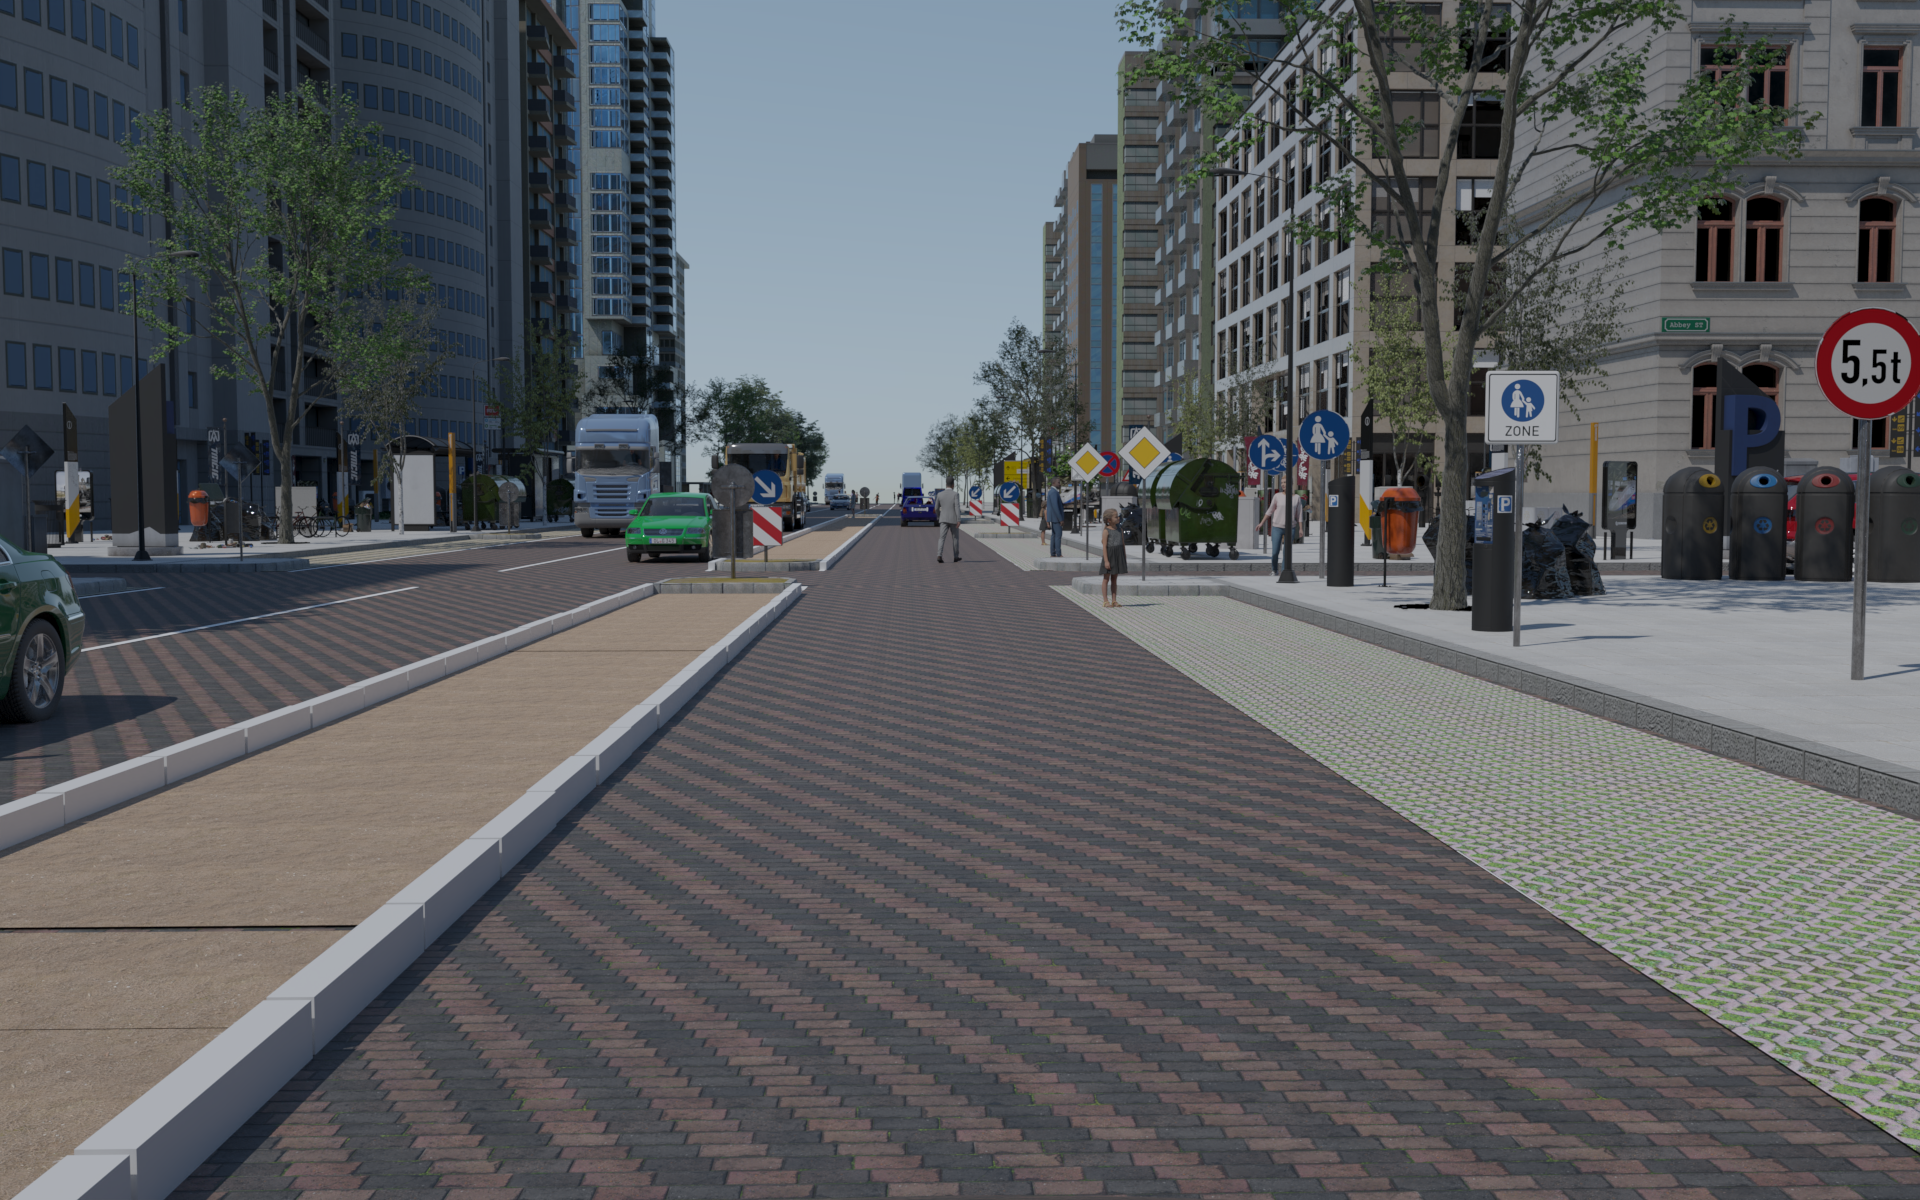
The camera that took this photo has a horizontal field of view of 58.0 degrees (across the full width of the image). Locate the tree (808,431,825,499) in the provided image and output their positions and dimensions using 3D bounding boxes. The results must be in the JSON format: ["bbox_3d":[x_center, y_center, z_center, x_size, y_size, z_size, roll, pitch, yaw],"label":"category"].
[{"bbox_3d":[-22.123,-17.015,203.945,9.928,11.665,9.643,0,3,0],"label":"tree"}]

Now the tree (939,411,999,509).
[{"bbox_3d":[1.220,-12.471,154.260,4.737,8.622,4.395,0,3,0],"label":"tree"}]

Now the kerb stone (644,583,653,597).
[{"bbox_3d":[-4.421,-0.131,24.344,0.120,0.150,1.000,0,4,-2],"label":"kerb stone"}]

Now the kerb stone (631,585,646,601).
[{"bbox_3d":[-4.396,-0.069,23.322,0.120,0.150,1.000,0,4,-2],"label":"kerb stone"}]

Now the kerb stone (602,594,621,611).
[{"bbox_3d":[-4.335,0.057,21.277,0.120,0.150,1.000,0,4,-2],"label":"kerb stone"}]

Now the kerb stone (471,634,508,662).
[{"bbox_3d":[-4.145,0.433,15.124,0.120,0.150,1.000,0,4,-2],"label":"kerb stone"}]

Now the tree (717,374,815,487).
[{"bbox_3d":[-21.222,-16.870,182.471,9.857,13.997,8.962,0,3,0],"label":"tree"}]

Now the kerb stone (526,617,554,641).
[{"bbox_3d":[-4.212,0.307,17.181,0.120,0.150,1.000,0,4,-2],"label":"kerb stone"}]

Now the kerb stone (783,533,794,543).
[{"bbox_3d":[-5.323,-1.921,53.596,0.120,0.150,1.000,0,4,-2],"label":"kerb stone"}]

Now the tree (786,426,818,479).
[{"bbox_3d":[-22.699,-18.384,234.986,7.601,10.594,8.767,-1,4,-15],"label":"tree"}]

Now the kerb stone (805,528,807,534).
[{"bbox_3d":[-5.548,-2.359,60.769,0.120,0.150,1.000,0,4,-2],"label":"kerb stone"}]

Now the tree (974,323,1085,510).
[{"bbox_3d":[3.503,-7.553,73.857,4.360,8.622,3.978,0,3,0],"label":"tree"}]

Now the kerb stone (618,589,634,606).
[{"bbox_3d":[-4.364,-0.002,22.300,0.120,0.150,1.000,0,4,-2],"label":"kerb stone"}]

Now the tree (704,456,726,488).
[{"bbox_3d":[-19.705,-9.878,145.212,4.285,4.588,4.351,0,3,0],"label":"tree"}]

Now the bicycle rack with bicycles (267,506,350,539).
[{"bbox_3d":[-19.492,-2.316,51.251,2.925,0.926,2.852,-3,5,-42],"label":"bicycle rack with bicycles"}]

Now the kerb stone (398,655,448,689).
[{"bbox_3d":[-4.081,0.558,13.076,0.120,0.150,1.000,0,4,-2],"label":"kerb stone"}]

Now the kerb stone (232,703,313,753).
[{"bbox_3d":[-3.984,0.746,10.001,0.120,0.150,1.000,0,4,-2],"label":"kerb stone"}]

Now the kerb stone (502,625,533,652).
[{"bbox_3d":[-4.176,0.374,16.159,0.120,0.150,1.000,0,4,-2],"label":"kerb stone"}]

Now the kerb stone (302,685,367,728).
[{"bbox_3d":[-4.010,0.686,11.023,0.120,0.150,1.000,0,4,-2],"label":"kerb stone"}]

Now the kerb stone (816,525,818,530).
[{"bbox_3d":[-5.765,-2.796,67.922,0.120,0.150,1.000,0,4,-2],"label":"kerb stone"}]

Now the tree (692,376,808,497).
[{"bbox_3d":[-20.326,-13.926,153.451,9.928,11.665,9.643,0,3,0],"label":"tree"}]

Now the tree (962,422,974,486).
[{"bbox_3d":[2.412,-10.446,121.158,4.360,8.622,3.978,0,3,0],"label":"tree"}]

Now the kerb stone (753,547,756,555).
[{"bbox_3d":[-4.914,-1.105,40.262,0.120,0.150,1.000,0,4,-2],"label":"kerb stone"}]

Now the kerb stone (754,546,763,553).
[{"bbox_3d":[-4.980,-1.231,42.322,0.120,0.150,1.000,0,4,-2],"label":"kerb stone"}]

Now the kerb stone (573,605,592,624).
[{"bbox_3d":[-4.266,0.191,19.232,0.120,0.150,1.000,0,4,-2],"label":"kerb stone"}]

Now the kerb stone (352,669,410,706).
[{"bbox_3d":[-4.046,0.621,12.044,0.120,0.150,1.000,0,4,-2],"label":"kerb stone"}]

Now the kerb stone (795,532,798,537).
[{"bbox_3d":[-5.388,-2.046,55.644,0.120,0.150,1.000,0,4,-2],"label":"kerb stone"}]

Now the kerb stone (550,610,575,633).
[{"bbox_3d":[-4.235,0.244,18.203,0.120,0.150,1.000,0,4,-2],"label":"kerb stone"}]

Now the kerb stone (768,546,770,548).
[{"bbox_3d":[-5.037,-1.356,44.368,0.120,0.150,1.000,0,4,-2],"label":"kerb stone"}]

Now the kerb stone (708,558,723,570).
[{"bbox_3d":[-4.691,-0.666,33.091,0.120,0.150,1.000,0,4,-2],"label":"kerb stone"}]

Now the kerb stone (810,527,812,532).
[{"bbox_3d":[-5.646,-2.547,63.833,0.120,0.150,1.000,0,4,-2],"label":"kerb stone"}]

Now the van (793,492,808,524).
[{"bbox_3d":[-8.112,-4.535,81.151,2.013,2.044,4.112,0,4,-2],"label":"van"}]

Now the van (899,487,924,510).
[{"bbox_3d":[-4.268,-9.146,153.913,2.240,2.365,5.245,0,4,-3],"label":"van"}]

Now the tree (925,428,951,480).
[{"bbox_3d":[0.793,-16.109,197.787,7.601,10.594,8.767,1,4,16],"label":"tree"}]

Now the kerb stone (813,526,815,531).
[{"bbox_3d":[-5.710,-2.670,65.876,0.120,0.150,1.000,0,4,-2],"label":"kerb stone"}]

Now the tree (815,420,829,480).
[{"bbox_3d":[-23.844,-21.364,255.953,9.857,13.997,8.962,0,3,0],"label":"tree"}]

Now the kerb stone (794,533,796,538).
[{"bbox_3d":[-5.354,-1.979,54.623,0.120,0.150,1.000,0,4,-2],"label":"kerb stone"}]

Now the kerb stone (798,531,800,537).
[{"bbox_3d":[-5.415,-2.108,56.666,0.120,0.150,1.000,0,4,-2],"label":"kerb stone"}]

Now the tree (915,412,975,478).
[{"bbox_3d":[-1.614,-21.224,257.380,12.009,13.543,11.850,0,3,0],"label":"tree"}]

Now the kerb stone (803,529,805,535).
[{"bbox_3d":[-5.517,-2.296,59.742,0.120,0.150,1.000,0,4,-2],"label":"kerb stone"}]

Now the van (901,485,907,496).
[{"bbox_3d":[-5.110,-10.826,181.394,2.240,2.365,5.245,0,4,-2],"label":"van"}]

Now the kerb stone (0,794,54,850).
[{"bbox_3d":[-3.891,0.937,6.933,0.120,0.150,1.000,0,4,-2],"label":"kerb stone"}]

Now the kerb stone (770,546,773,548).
[{"bbox_3d":[-5.080,-1.418,45.399,0.120,0.150,1.000,0,4,-2],"label":"kerb stone"}]

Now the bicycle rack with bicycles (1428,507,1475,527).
[{"bbox_3d":[14.432,-2.137,48.322,2.852,0.926,2.925,0,4,6],"label":"bicycle rack with bicycles"}]

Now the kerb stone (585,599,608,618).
[{"bbox_3d":[-4.296,0.119,20.256,0.120,0.150,1.000,0,4,-2],"label":"kerb stone"}]

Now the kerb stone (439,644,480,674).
[{"bbox_3d":[-4.113,0.495,14.102,0.120,0.150,1.000,0,4,-2],"label":"kerb stone"}]

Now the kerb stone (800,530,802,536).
[{"bbox_3d":[-5.441,-2.169,57.691,0.120,0.150,1.000,0,4,-2],"label":"kerb stone"}]

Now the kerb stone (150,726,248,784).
[{"bbox_3d":[-3.959,0.808,8.979,0.120,0.150,1.000,0,4,-2],"label":"kerb stone"}]

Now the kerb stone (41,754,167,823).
[{"bbox_3d":[-3.930,0.871,7.955,0.120,0.150,1.000,0,4,-2],"label":"kerb stone"}]

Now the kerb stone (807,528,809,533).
[{"bbox_3d":[-5.577,-2.415,61.791,0.120,0.150,1.000,0,4,-2],"label":"kerb stone"}]

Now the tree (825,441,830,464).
[{"bbox_3d":[-23.688,-20.936,268.057,9.928,11.665,9.643,0,3,0],"label":"tree"}]
